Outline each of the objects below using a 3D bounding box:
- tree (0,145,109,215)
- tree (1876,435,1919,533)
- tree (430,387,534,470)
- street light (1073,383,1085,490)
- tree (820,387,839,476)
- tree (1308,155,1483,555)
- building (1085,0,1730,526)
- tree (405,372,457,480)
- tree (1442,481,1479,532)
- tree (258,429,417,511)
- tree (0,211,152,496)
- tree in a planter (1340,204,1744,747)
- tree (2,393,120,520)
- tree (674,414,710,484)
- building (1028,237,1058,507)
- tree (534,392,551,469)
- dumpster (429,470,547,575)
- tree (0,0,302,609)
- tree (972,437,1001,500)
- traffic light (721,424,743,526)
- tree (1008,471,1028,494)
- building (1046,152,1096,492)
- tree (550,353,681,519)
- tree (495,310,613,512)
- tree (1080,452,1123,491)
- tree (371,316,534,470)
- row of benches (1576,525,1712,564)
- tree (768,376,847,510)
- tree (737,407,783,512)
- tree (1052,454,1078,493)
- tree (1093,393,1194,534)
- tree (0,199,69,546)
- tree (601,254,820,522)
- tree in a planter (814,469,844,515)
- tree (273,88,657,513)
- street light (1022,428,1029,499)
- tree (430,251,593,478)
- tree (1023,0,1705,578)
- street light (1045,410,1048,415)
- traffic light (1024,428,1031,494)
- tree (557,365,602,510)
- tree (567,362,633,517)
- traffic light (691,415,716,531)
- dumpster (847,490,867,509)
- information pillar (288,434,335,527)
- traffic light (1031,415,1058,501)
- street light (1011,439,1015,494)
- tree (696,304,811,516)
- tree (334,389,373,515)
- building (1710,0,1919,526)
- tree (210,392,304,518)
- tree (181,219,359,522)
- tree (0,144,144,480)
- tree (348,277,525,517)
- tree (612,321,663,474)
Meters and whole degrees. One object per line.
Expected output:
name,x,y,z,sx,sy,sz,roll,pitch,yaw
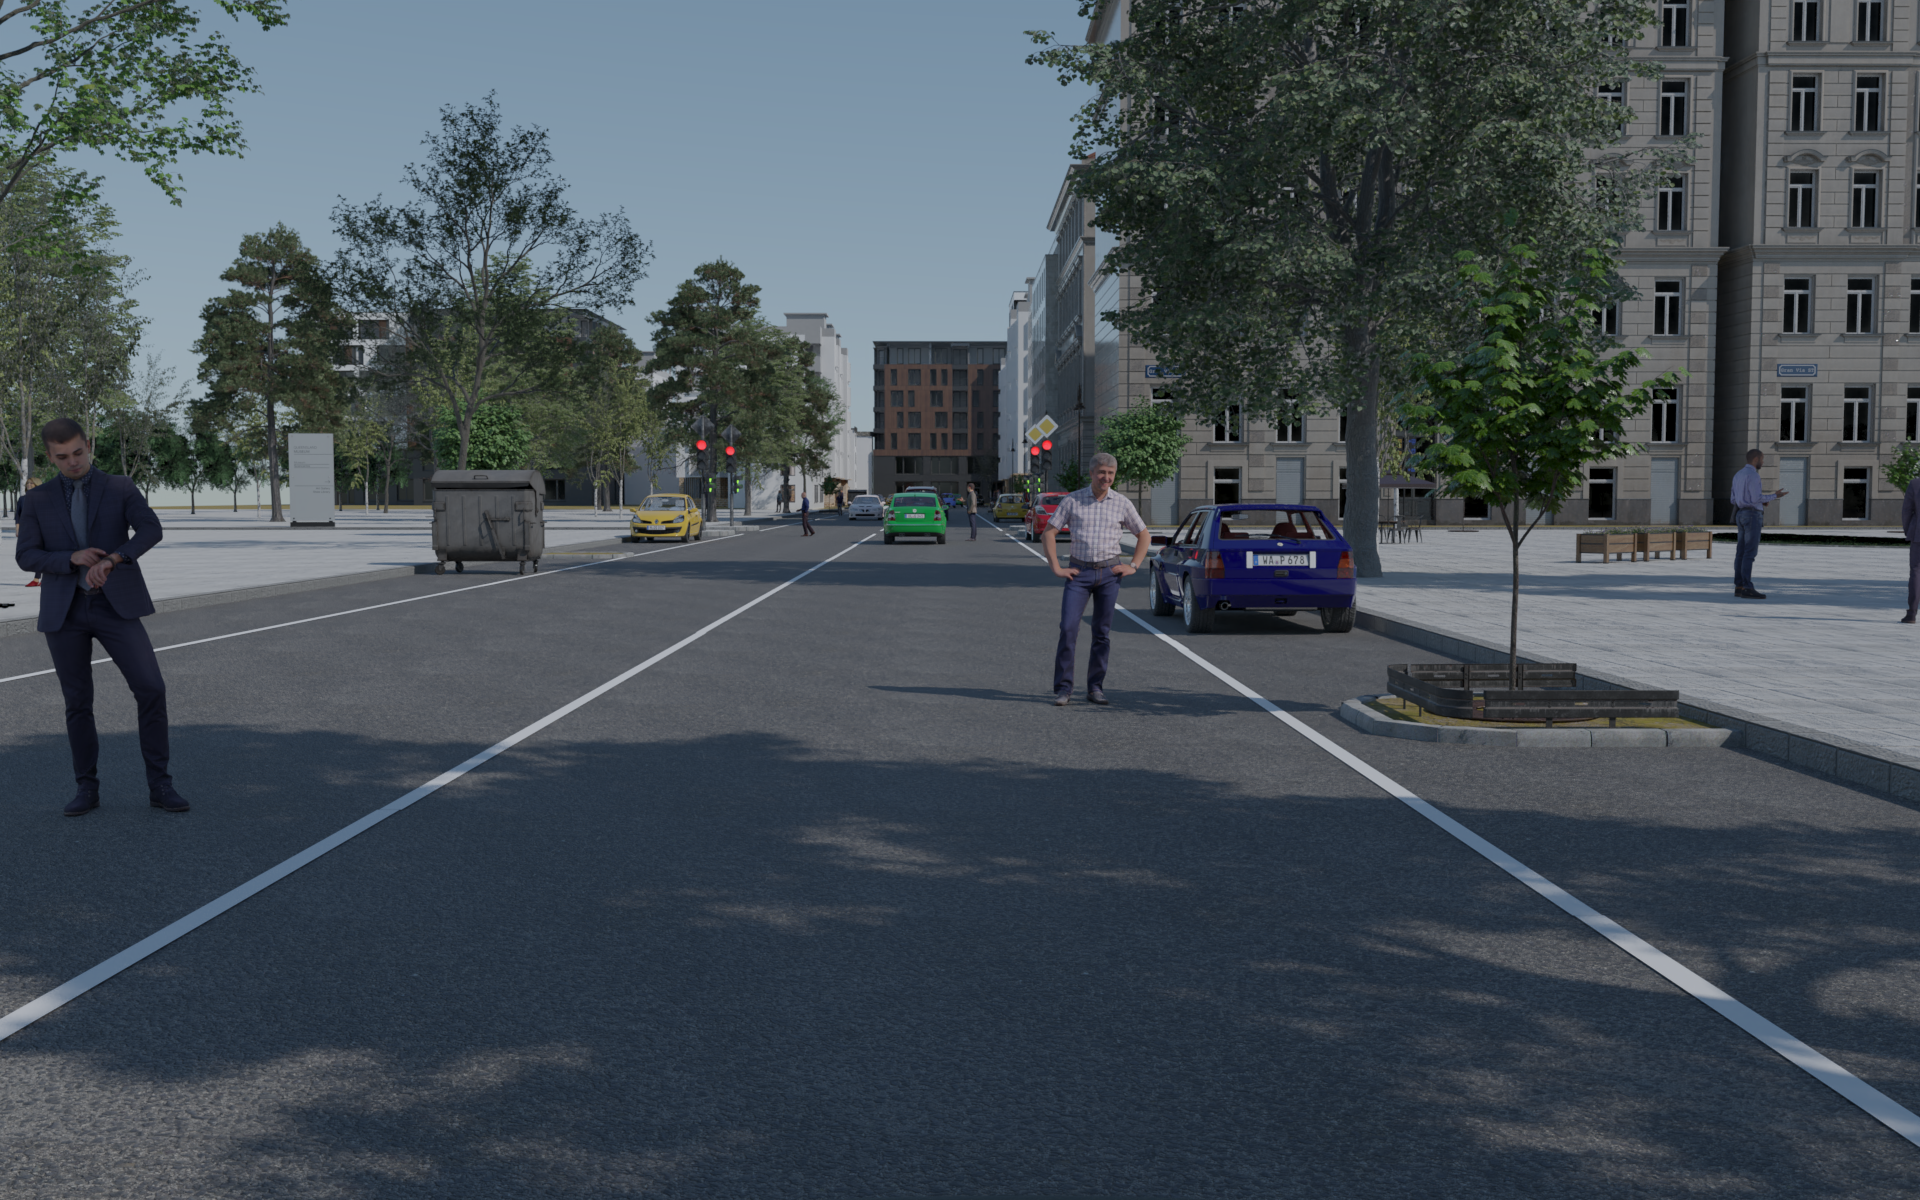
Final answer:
tree,-19.709,-5.229,35.860,4.360,8.622,3.978,0,3,0
tree,31.407,-3.831,57.233,1.663,3.219,1.824,0,3,0
tree,-14.677,-4.242,53.067,4.285,4.588,4.351,0,3,0
street light,4.963,-6.076,72.138,0.468,5.910,1.993,0,4,0
tree,-11.660,-11.873,116.180,6.751,12.117,7.091,0,3,0
tree,8.787,-5.202,35.411,4.737,8.622,4.395,0,3,0
building,18.414,-16.990,75.057,25.104,27.353,12.463,0,4,0
tree,-37.015,-12.502,126.456,6.751,12.117,7.091,0,3,0
tree,17.071,-3.929,58.841,1.663,3.219,1.824,0,3,0
tree,-48.750,-10.234,130.231,11.467,7.101,20.602,0,4,-2
tree,-24.559,-5.985,48.218,4.360,8.622,3.978,0,3,0
tree in a planter,3.451,-0.825,10.712,1.991,3.239,1.994,0,4,0
tree,-49.994,-8.479,101.530,11.467,7.101,20.602,-1,4,-9
tree,-20.628,-11.486,138.151,4.360,8.622,3.978,0,3,0
building,10.898,-17.164,135.375,10.420,20.320,16.860,0,4,0
tree,-25.801,-9.470,105.188,4.737,8.622,4.395,0,3,0
dumpster,-8.455,-1.398,31.078,1.865,1.857,1.264,0,4,0
tree,-11.378,-5.701,18.967,9.928,11.665,9.643,0,3,0
tree,3.682,-16.569,221.261,4.360,8.622,3.978,0,3,0
traffic light,-9.019,-4.845,68.459,0.839,4.213,0.868,0,4,0
tree,5.057,-9.261,146.019,1.663,3.219,1.824,0,3,0
building,11.311,-16.099,99.376,11.583,22.565,21.152,0,4,0
tree,-17.916,-8.560,90.322,4.737,8.622,4.395,0,3,0
tree,-28.199,-12.597,113.388,7.806,13.903,7.818,0,3,0
tree,5.760,-4.522,68.530,1.663,3.219,1.824,0,3,0
tree,-21.189,-7.460,72.336,4.737,8.622,4.395,0,3,0
row of benches,13.265,-1.095,33.360,4.104,0.672,1.422,-3,5,-39
tree,-12.719,-13.116,140.201,9.928,11.665,9.643,0,3,0
tree,-15.015,-10.758,126.250,4.737,8.622,4.395,0,3,0
tree,5.499,-5.439,83.537,1.663,3.219,1.824,0,3,0
tree,5.985,-4.456,56.576,4.285,4.588,4.351,0,3,0
tree,-23.901,-5.623,42.296,4.737,8.622,4.395,0,3,0
tree,-11.311,-9.602,79.045,6.751,12.117,7.091,0,3,0
tree in a planter,-9.173,-7.603,121.528,1.991,3.239,1.994,0,4,0
tree,-11.592,-6.469,40.182,7.601,10.594,8.767,3,5,43
street light,4.465,-8.964,119.344,0.468,5.910,1.993,0,4,0
tree,-21.432,-10.004,81.687,7.486,12.596,7.792,0,3,0
tree,6.110,-7.331,26.512,9.857,13.997,8.962,0,3,0
street light,4.745,-7.496,95.351,0.468,5.910,1.993,0,4,0
traffic light,2.942,-4.852,68.573,0.839,4.213,0.868,0,4,0
tree,-28.954,-13.241,138.544,6.751,12.117,7.091,0,3,0
tree,-20.343,-8.961,96.876,4.360,8.622,3.978,0,3,0
traffic light,-8.953,-4.357,60.474,0.839,4.213,0.868,0,4,0
dumpster,-9.663,-9.465,162.975,1.865,1.857,1.264,0,4,1
information pillar,-25.213,-4.651,67.361,1.656,3.620,0.184,0,4,-8
traffic light,3.008,-4.364,60.588,0.839,4.213,0.868,0,4,0
street light,4.348,-10.393,142.705,0.468,5.910,1.993,0,4,0
tree,-12.351,-11.267,102.336,7.486,12.596,7.792,0,3,0
tree,-36.735,-9.538,106.308,4.737,8.622,4.395,0,3,0
building,43.579,-16.951,74.414,25.104,27.353,12.463,0,4,0
tree,-37.701,-8.701,92.625,4.737,8.622,4.395,0,3,0
tree,-31.739,-10.510,79.265,7.806,13.903,7.818,0,3,0
tree,-30.377,-8.428,55.918,7.486,12.596,7.792,0,3,0
tree,-28.781,-11.310,95.292,12.009,13.543,11.850,0,3,0
tree,-25.826,-13.410,126.681,7.806,13.903,7.818,0,3,0
